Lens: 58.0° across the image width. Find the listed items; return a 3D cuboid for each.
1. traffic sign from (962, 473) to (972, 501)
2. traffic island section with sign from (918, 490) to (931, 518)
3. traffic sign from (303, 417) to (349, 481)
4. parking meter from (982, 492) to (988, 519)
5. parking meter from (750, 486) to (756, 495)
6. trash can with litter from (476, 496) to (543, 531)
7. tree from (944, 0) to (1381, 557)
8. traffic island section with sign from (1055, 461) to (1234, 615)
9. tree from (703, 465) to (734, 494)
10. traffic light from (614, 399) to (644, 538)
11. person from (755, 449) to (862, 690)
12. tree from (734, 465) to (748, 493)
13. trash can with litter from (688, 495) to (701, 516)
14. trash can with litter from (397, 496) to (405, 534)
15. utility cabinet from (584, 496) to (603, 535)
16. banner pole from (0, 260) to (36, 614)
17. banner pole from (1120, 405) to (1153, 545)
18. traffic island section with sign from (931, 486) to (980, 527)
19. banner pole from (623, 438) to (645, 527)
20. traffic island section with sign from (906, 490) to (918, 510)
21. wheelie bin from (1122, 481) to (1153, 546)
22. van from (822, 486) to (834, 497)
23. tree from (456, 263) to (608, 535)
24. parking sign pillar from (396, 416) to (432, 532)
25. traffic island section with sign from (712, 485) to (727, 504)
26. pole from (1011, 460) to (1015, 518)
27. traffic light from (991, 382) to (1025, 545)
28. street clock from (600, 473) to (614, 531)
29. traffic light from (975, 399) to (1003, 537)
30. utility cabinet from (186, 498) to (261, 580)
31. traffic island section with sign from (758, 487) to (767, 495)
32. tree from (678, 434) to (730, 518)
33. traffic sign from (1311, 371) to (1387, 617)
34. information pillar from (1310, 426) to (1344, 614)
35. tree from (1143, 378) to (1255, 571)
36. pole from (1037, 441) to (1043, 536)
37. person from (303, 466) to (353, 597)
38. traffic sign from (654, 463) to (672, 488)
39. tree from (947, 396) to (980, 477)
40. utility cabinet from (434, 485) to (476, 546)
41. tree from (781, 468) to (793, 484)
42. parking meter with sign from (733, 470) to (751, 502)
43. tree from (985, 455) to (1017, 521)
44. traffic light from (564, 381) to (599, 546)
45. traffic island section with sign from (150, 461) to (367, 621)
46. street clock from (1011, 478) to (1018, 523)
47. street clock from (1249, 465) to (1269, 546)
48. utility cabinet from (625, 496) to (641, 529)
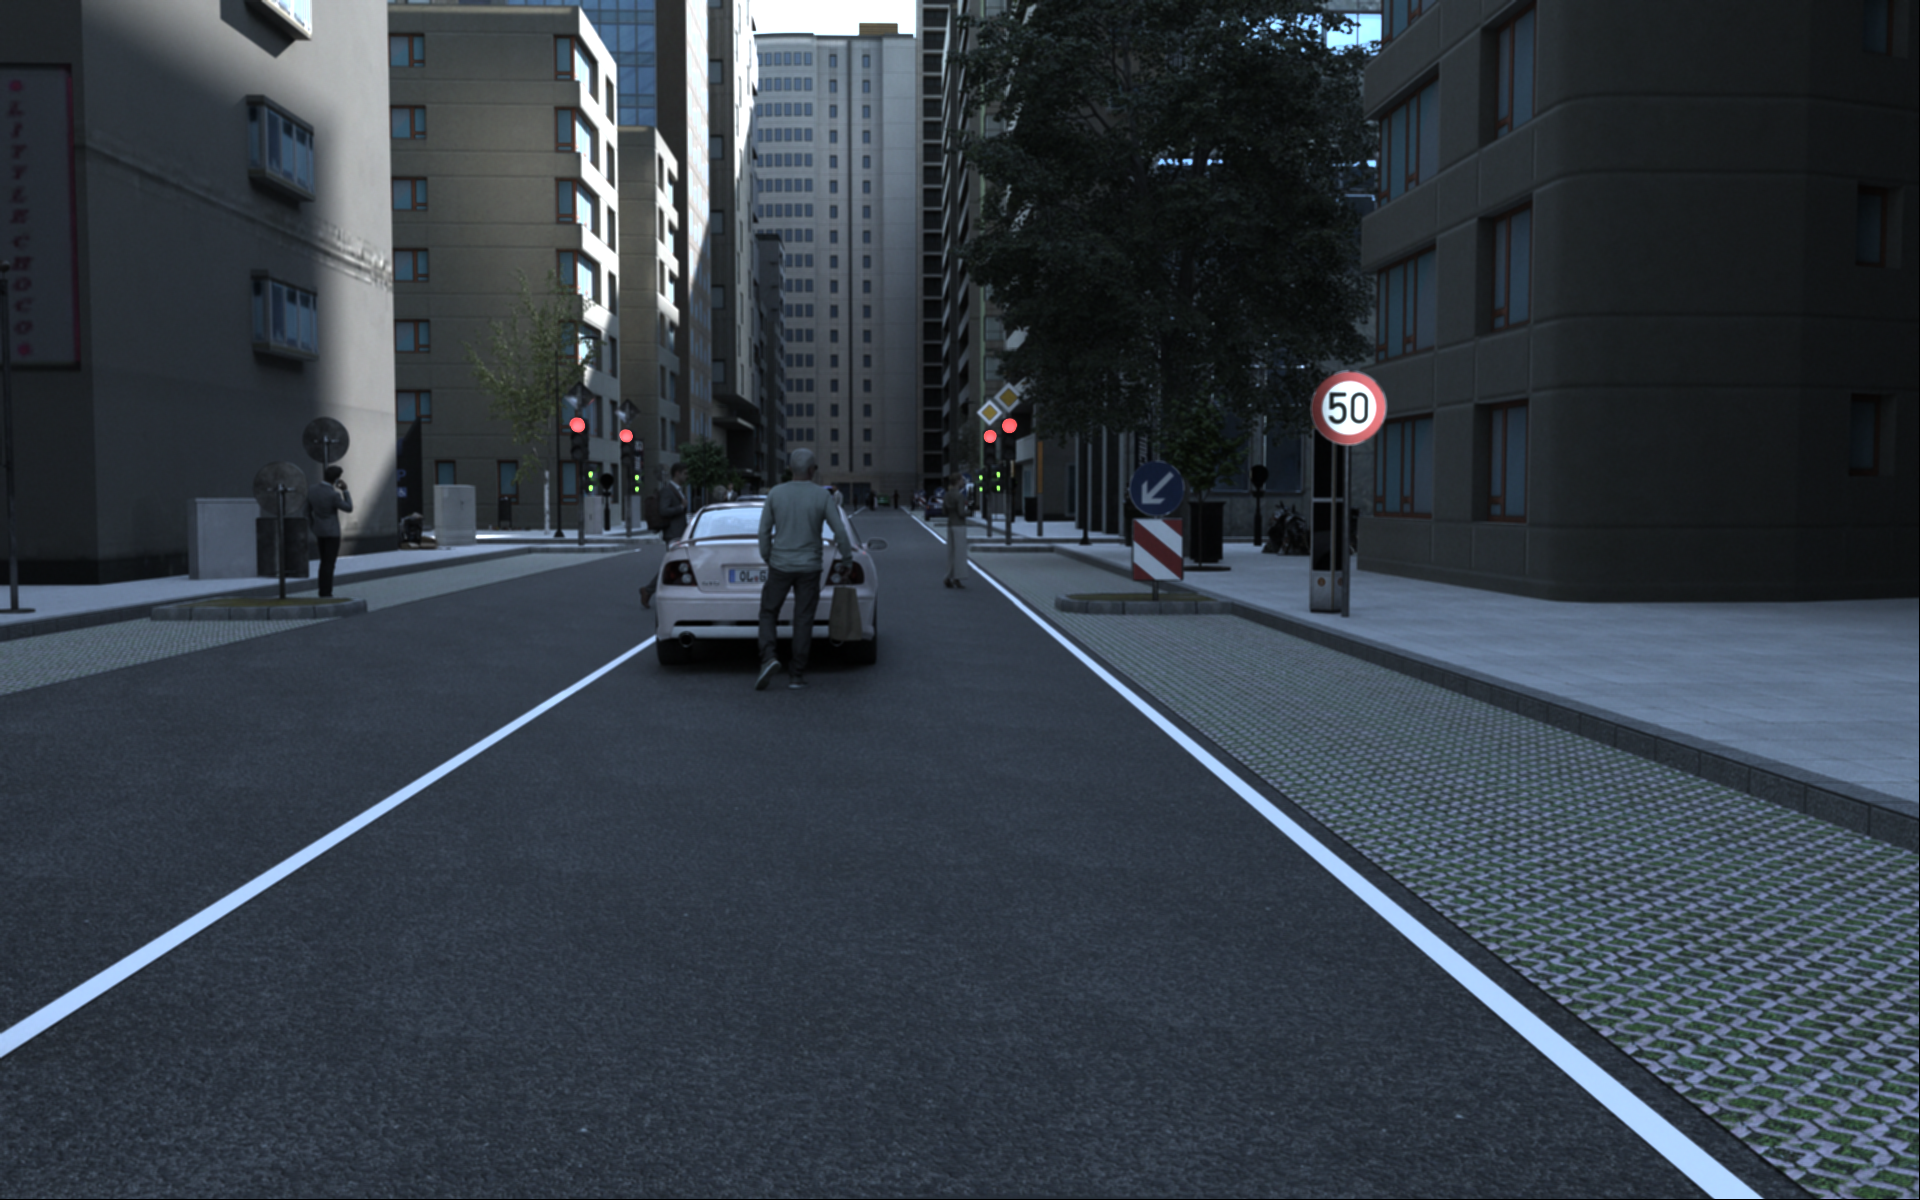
[{"bbox_3d":[0.339,-6.357,104.034,0.768,2.556,0.104,0,4,-2],"label":"traffic sign"},{"bbox_3d":[-1.307,-5.775,103.041,1.989,1.847,2.006,0,4,-2],"label":"traffic island section with sign"},{"bbox_3d":[-10.503,-1.749,28.704,0.768,2.556,0.104,0,4,-1],"label":"traffic sign"},{"bbox_3d":[1.323,-4.983,89.875,0.372,1.533,0.369,0,3,0],"label":"parking meter"},{"bbox_3d":[-14.595,-7.113,122.004,0.399,1.863,0.255,2,4,26],"label":"parking meter"},{"bbox_3d":[-15.715,-3.038,60.734,2.233,1.210,1.678,2,4,24],"label":"trash can with litter"},{"bbox_3d":[4.359,-7.861,35.190,9.857,13.997,8.962,0,3,0],"label":"tree"},{"bbox_3d":[2.202,-0.778,21.350,1.989,1.847,2.006,0,4,-2],"label":"traffic island section with sign"},{"bbox_3d":[-14.649,-6.681,103.827,1.663,3.219,1.824,0,3,0],"label":"tree"},{"bbox_3d":[-9.743,-3.794,50.951,0.839,4.253,0.868,0,4,-2],"label":"traffic light"},{"bbox_3d":[-1.114,-0.231,12.766,0.782,1.767,0.515,0,4,-2],"label":"person"},{"bbox_3d":[-14.915,-7.297,113.899,1.663,3.219,1.824,0,3,0],"label":"tree"},{"bbox_3d":[-15.595,-5.469,100.483,2.233,1.210,1.678,0,4,-1],"label":"trash can with litter"},{"bbox_3d":[-18.283,-2.747,55.978,1.678,1.210,2.233,-1,4,-20],"label":"trash can with litter"},{"bbox_3d":[-11.620,-2.672,54.844,0.306,1.237,1.020,-2,4,-29],"label":"utility cabinet"},{"bbox_3d":[-10.246,-1.738,18.427,0.401,3.779,0.863,0,4,0],"label":"banner pole"},{"bbox_3d":[4.505,-3.308,44.098,0.863,3.779,0.401,0,4,-1],"label":"banner pole"},{"bbox_3d":[-0.141,-4.127,76.111,1.989,1.847,2.006,0,4,-2],"label":"traffic island section with sign"},{"bbox_3d":[-12.850,-4.784,68.238,0.863,3.779,0.401,-1,4,-10],"label":"banner pole"},{"bbox_3d":[-4.613,-10.503,180.356,1.989,1.847,2.006,0,4,-2],"label":"traffic island section with sign"},{"bbox_3d":[4.408,-2.112,42.437,0.980,1.594,0.693,2,4,26],"label":"wheelie bin"},{"bbox_3d":[-10.465,-7.860,132.900,2.240,2.365,5.245,0,4,-4],"label":"van"},{"bbox_3d":[-13.298,-6.372,54.543,4.737,8.622,4.395,0,3,0],"label":"tree"},{"bbox_3d":[-18.940,-4.346,59.529,1.447,3.967,1.447,0,4,5],"label":"parking sign pillar"},{"bbox_3d":[-10.546,-4.140,76.324,1.989,1.847,2.006,0,4,-2],"label":"traffic island section with sign"},{"bbox_3d":[2.831,-6.010,92.101,0.158,3.312,0.155,0,3,0],"label":"pole"},{"bbox_3d":[1.199,-3.335,43.441,0.839,4.253,0.868,0,4,-2],"label":"traffic light"},{"bbox_3d":[-12.346,-3.425,60.563,0.471,2.002,0.358,-1,4,-18],"label":"street clock"},{"bbox_3d":[0.857,-3.823,51.419,0.839,4.253,0.868,0,4,-2],"label":"traffic light"},{"bbox_3d":[-11.150,-0.924,26.266,0.306,1.237,1.020,3,5,41],"label":"utility cabinet"},{"bbox_3d":[-11.716,-5.819,103.771,1.989,1.847,2.006,0,4,-2],"label":"traffic island section with sign"},{"bbox_3d":[-13.980,-6.737,93.861,4.285,4.588,4.351,0,3,0],"label":"tree"},{"bbox_3d":[4.019,-1.093,17.984,0.768,2.556,0.104,0,4,7],"label":"traffic sign"},{"bbox_3d":[3.994,-0.869,18.707,0.304,2.012,0.304,-3,5,-45],"label":"information pillar"},{"bbox_3d":[4.170,-2.108,29.062,1.663,3.219,1.824,0,3,0],"label":"tree"},{"bbox_3d":[2.425,-3.578,52.347,0.158,3.312,0.155,0,3,0],"label":"pole"},{"bbox_3d":[-8.305,-0.862,22.781,0.592,1.802,0.473,3,4,38],"label":"person"},{"bbox_3d":[-12.367,-4.404,72.109,0.768,2.556,0.104,0,4,-1],"label":"traffic sign"},{"bbox_3d":[0.765,-10.986,129.979,4.360,8.622,3.978,0,3,0],"label":"tree"},{"bbox_3d":[-12.480,-2.090,42.850,0.318,1.500,1.173,2,4,25],"label":"utility cabinet"},{"bbox_3d":[-17.596,-12.307,184.930,4.285,4.588,4.351,0,3,0],"label":"tree"},{"bbox_3d":[-15.404,-7.848,124.574,1.738,3.016,0.543,0,4,2],"label":"parking meter with sign"},{"bbox_3d":[1.631,-5.420,83.224,1.663,3.219,1.824,0,3,0],"label":"tree"},{"bbox_3d":[-9.402,-3.306,42.973,0.839,4.253,0.868,0,4,-2],"label":"traffic light"},{"bbox_3d":[-8.148,-0.721,20.417,1.989,1.847,2.006,0,4,-2],"label":"traffic island section with sign"},{"bbox_3d":[2.351,-4.476,77.757,0.471,2.002,0.358,1,4,13],"label":"street clock"},{"bbox_3d":[7.373,-2.339,42.821,0.471,2.002,0.358,0,4,5],"label":"street clock"},{"bbox_3d":[-12.190,-3.263,64.506,0.306,1.237,1.020,0,4,8],"label":"utility cabinet"}]
